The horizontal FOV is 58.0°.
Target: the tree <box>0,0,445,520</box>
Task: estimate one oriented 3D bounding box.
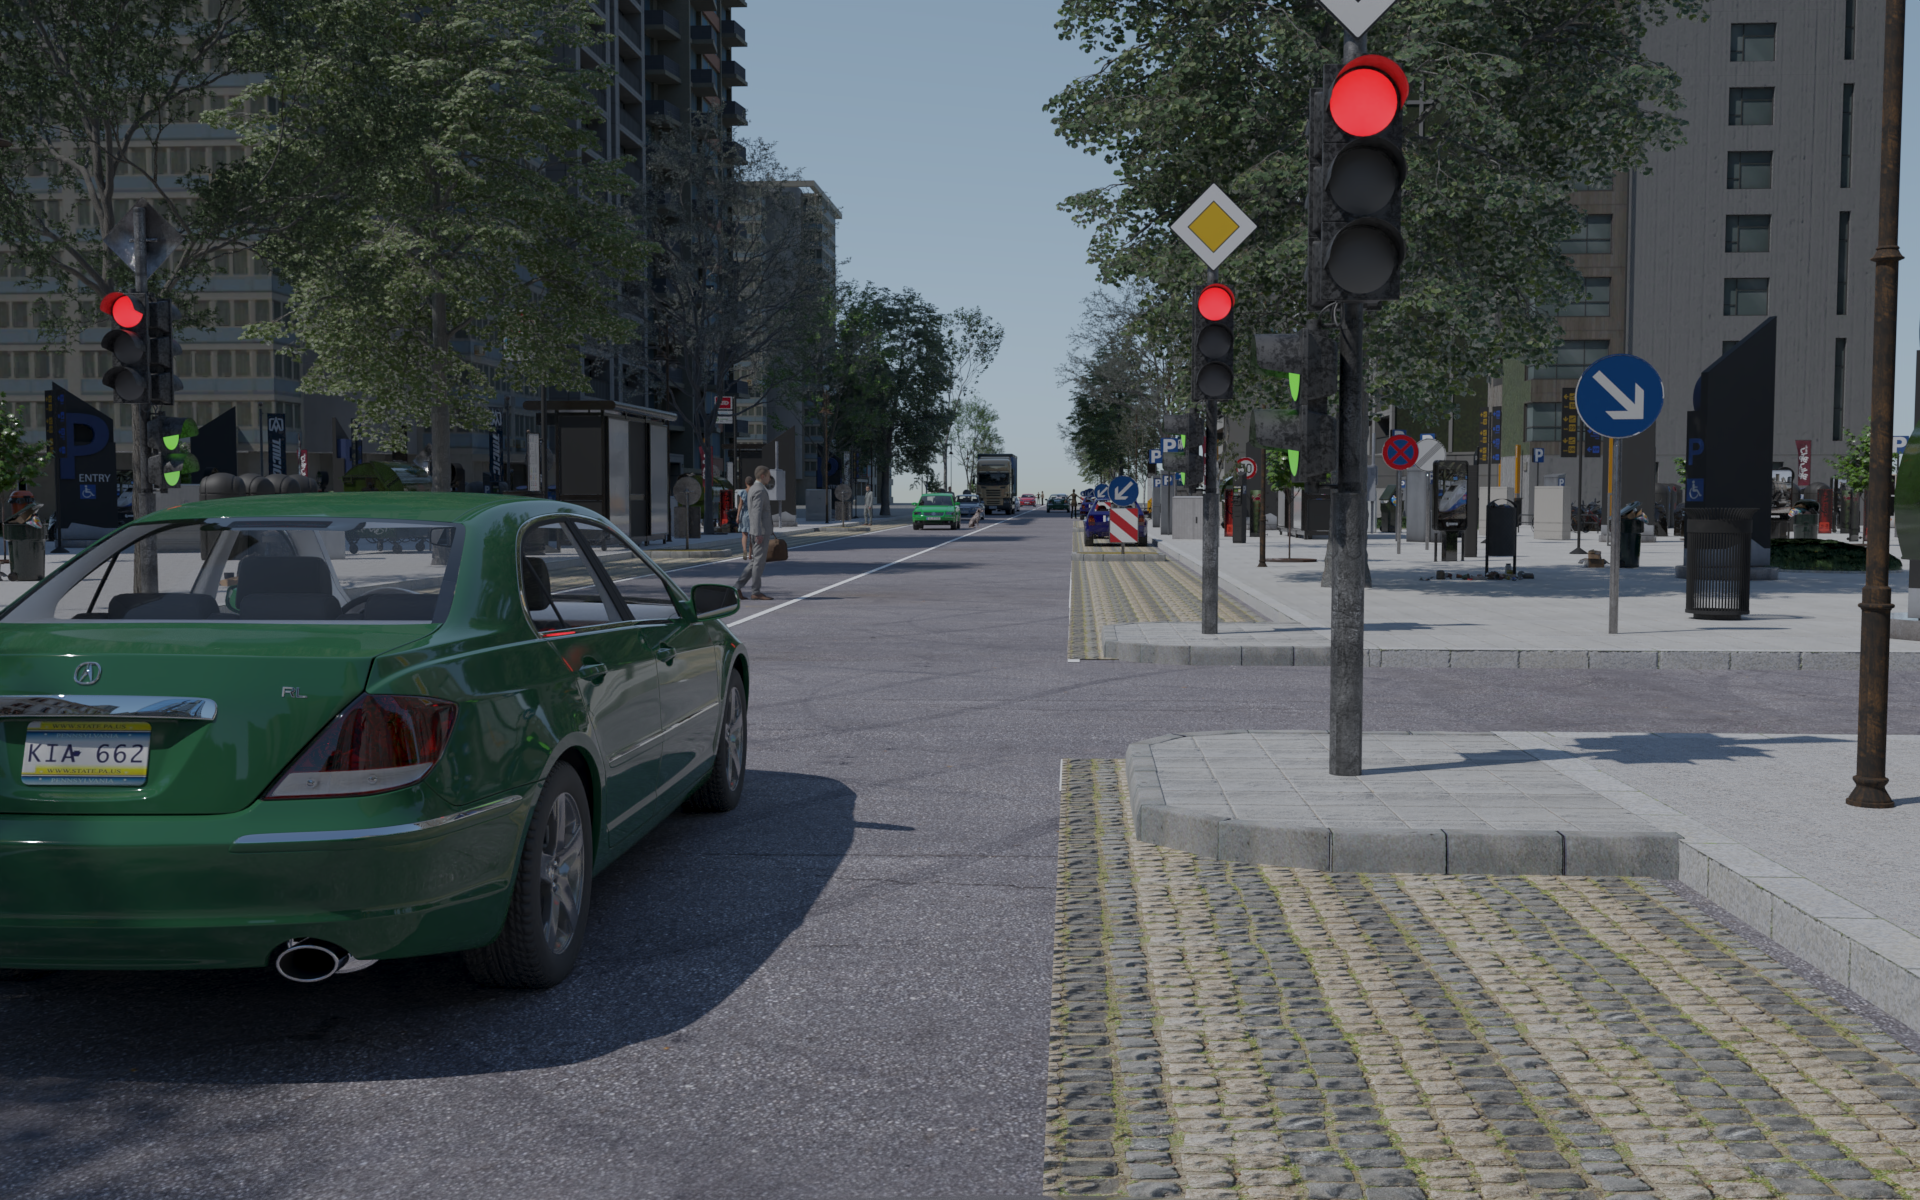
[{"bbox_3d":[-10.436,-5.378,22.342,8.767,10.594,7.601,1,4,8],"label":"tree"}]

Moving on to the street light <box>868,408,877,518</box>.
[{"bbox_3d":[-4.763,-7.365,93.208,0.468,5.910,1.993,0,4,4],"label":"street light"}]

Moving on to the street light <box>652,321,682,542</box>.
[{"bbox_3d":[-7.819,-4.501,46.385,0.468,5.910,1.993,0,4,4],"label":"street light"}]

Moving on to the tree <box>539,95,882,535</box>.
[{"bbox_3d":[-7.952,-8.794,54.157,12.009,13.543,11.850,0,3,0],"label":"tree"}]

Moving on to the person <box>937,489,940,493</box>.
[{"bbox_3d":[-1.363,-5.963,106.544,0.990,1.755,0.434,-3,5,-43],"label":"person"}]

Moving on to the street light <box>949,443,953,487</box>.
[{"bbox_3d":[-0.781,-11.024,153.029,0.468,5.910,1.993,0,4,4],"label":"street light"}]

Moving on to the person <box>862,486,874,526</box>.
[{"bbox_3d":[-4.123,-4.256,78.187,0.391,1.810,0.635,-3,5,-41],"label":"person"}]

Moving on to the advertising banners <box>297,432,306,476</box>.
[{"bbox_3d":[-19.135,-3.293,50.021,0.090,3.025,2.074,-2,4,-25],"label":"advertising banners"}]

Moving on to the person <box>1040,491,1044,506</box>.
[{"bbox_3d":[10.080,-12.480,212.560,0.705,1.823,1.348,-1,4,-19],"label":"person"}]

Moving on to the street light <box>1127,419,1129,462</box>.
[{"bbox_3d":[10.386,-8.196,106.793,0.468,5.910,1.993,0,4,4],"label":"street light"}]

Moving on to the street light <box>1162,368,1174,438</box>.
[{"bbox_3d":[7.215,-5.327,59.882,0.468,5.910,1.993,0,4,4],"label":"street light"}]

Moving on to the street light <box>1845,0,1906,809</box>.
[{"bbox_3d":[3.754,-2.090,6.966,0.468,5.910,1.993,0,4,4],"label":"street light"}]

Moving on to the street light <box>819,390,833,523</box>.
[{"bbox_3d":[-5.851,-6.316,76.046,0.468,5.910,1.993,0,4,4],"label":"street light"}]

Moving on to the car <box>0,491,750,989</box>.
[{"bbox_3d":[-1.985,0.325,6.483,2.131,1.459,4.920,0,4,3],"label":"car"}]

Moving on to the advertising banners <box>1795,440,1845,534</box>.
[{"bbox_3d":[27.951,-3.652,55.893,2.074,3.025,0.090,0,4,1],"label":"advertising banners"}]

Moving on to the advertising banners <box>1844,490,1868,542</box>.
[{"bbox_3d":[24.698,-3.112,47.070,2.074,3.025,0.090,-3,4,-36],"label":"advertising banners"}]

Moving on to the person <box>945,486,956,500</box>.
[{"bbox_3d":[-0.509,-4.614,84.038,0.694,1.812,0.767,-1,4,-20],"label":"person"}]

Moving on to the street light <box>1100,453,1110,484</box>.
[{"bbox_3d":[15.926,-13.287,190.036,0.468,5.910,1.993,0,4,4],"label":"street light"}]

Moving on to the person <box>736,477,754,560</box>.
[{"bbox_3d":[-4.535,-1.770,37.530,0.616,1.811,0.778,0,4,-2],"label":"person"}]

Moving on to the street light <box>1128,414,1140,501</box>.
[{"bbox_3d":[9.192,-7.187,90.295,0.468,5.910,1.993,0,4,4],"label":"street light"}]

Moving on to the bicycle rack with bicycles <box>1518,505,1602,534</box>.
[{"bbox_3d":[19.710,-2.671,57.058,2.852,0.926,2.925,-1,4,-18],"label":"bicycle rack with bicycles"}]

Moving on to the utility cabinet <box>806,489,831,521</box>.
[{"bbox_3d":[-6.647,-4.444,81.341,1.173,1.500,0.318,0,4,6],"label":"utility cabinet"}]

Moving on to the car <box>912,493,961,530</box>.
[{"bbox_3d":[-0.934,-3.762,70.297,1.959,1.807,4.718,0,4,3],"label":"car"}]

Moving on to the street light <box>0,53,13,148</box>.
[{"bbox_3d":[-9.836,-2.693,16.819,0.468,5.910,1.993,0,4,4],"label":"street light"}]

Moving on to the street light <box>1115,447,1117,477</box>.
[{"bbox_3d":[12.413,-10.046,137.037,0.468,5.910,1.993,0,4,4],"label":"street light"}]

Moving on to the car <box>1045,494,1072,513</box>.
[{"bbox_3d":[7.639,-7.501,134.446,2.131,1.459,4.920,0,4,3],"label":"car"}]

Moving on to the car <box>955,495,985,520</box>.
[{"bbox_3d":[0.395,-5.142,96.075,2.014,1.417,4.499,0,4,5],"label":"car"}]

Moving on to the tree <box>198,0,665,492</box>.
[{"bbox_3d":[-9.164,-6.879,30.598,7.486,12.596,7.792,0,3,0],"label":"tree"}]

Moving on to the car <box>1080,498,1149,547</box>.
[{"bbox_3d":[4.316,-2.184,48.293,1.945,1.354,3.894,0,4,4],"label":"car"}]

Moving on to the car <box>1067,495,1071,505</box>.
[{"bbox_3d":[13.108,-12.690,219.845,2.083,1.381,4.827,0,4,5],"label":"car"}]

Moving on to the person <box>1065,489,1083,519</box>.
[{"bbox_3d":[6.651,-5.595,100.692,1.217,1.735,0.721,1,4,23],"label":"person"}]

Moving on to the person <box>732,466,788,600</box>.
[{"bbox_3d":[-2.694,-0.903,23.385,0.853,1.813,0.709,-1,4,-18],"label":"person"}]

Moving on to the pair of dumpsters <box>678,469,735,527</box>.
[{"bbox_3d":[-9.838,-3.933,66.803,1.574,2.255,4.437,0,4,4],"label":"pair of dumpsters"}]

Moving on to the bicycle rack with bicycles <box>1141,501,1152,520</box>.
[{"bbox_3d":[9.970,-4.320,84.014,2.925,0.926,2.852,-1,4,-22],"label":"bicycle rack with bicycles"}]

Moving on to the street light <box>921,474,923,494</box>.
[{"bbox_3d":[-2.703,-9.215,123.456,0.468,5.910,1.993,0,4,4],"label":"street light"}]

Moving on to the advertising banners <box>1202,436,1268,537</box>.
[{"bbox_3d":[8.166,-3.394,51.687,2.074,3.025,0.090,1,4,22],"label":"advertising banners"}]

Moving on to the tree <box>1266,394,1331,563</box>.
[{"bbox_3d":[6.180,-2.331,32.714,1.663,3.219,1.824,0,3,0],"label":"tree"}]

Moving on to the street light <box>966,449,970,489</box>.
[{"bbox_3d":[0.771,-12.439,176.169,0.468,5.910,1.993,0,4,4],"label":"street light"}]

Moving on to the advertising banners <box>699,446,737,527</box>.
[{"bbox_3d":[-8.456,-4.078,62.865,2.074,3.025,0.090,0,4,7],"label":"advertising banners"}]

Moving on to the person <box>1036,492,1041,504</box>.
[{"bbox_3d":[11.152,-14.487,246.178,1.217,1.723,0.721,0,4,7],"label":"person"}]

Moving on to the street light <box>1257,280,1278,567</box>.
[{"bbox_3d":[5.323,-3.518,30.307,0.468,5.910,1.993,0,4,4],"label":"street light"}]

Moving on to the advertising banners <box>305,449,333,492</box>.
[{"bbox_3d":[-25.004,-4.362,67.508,2.074,3.025,0.090,1,4,22],"label":"advertising banners"}]

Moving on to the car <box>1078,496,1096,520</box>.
[{"bbox_3d":[7.553,-5.156,96.882,1.945,1.354,3.894,0,4,4],"label":"car"}]

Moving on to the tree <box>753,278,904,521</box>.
[{"bbox_3d":[-6.464,-9.635,83.280,9.928,11.665,9.643,0,3,0],"label":"tree"}]

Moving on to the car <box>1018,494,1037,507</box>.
[{"bbox_3d":[7.610,-11.322,194.158,2.155,1.783,4.494,0,4,5],"label":"car"}]

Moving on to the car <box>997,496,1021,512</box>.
[{"bbox_3d":[4.010,-7.985,142.919,2.083,1.381,4.827,0,4,2],"label":"car"}]
